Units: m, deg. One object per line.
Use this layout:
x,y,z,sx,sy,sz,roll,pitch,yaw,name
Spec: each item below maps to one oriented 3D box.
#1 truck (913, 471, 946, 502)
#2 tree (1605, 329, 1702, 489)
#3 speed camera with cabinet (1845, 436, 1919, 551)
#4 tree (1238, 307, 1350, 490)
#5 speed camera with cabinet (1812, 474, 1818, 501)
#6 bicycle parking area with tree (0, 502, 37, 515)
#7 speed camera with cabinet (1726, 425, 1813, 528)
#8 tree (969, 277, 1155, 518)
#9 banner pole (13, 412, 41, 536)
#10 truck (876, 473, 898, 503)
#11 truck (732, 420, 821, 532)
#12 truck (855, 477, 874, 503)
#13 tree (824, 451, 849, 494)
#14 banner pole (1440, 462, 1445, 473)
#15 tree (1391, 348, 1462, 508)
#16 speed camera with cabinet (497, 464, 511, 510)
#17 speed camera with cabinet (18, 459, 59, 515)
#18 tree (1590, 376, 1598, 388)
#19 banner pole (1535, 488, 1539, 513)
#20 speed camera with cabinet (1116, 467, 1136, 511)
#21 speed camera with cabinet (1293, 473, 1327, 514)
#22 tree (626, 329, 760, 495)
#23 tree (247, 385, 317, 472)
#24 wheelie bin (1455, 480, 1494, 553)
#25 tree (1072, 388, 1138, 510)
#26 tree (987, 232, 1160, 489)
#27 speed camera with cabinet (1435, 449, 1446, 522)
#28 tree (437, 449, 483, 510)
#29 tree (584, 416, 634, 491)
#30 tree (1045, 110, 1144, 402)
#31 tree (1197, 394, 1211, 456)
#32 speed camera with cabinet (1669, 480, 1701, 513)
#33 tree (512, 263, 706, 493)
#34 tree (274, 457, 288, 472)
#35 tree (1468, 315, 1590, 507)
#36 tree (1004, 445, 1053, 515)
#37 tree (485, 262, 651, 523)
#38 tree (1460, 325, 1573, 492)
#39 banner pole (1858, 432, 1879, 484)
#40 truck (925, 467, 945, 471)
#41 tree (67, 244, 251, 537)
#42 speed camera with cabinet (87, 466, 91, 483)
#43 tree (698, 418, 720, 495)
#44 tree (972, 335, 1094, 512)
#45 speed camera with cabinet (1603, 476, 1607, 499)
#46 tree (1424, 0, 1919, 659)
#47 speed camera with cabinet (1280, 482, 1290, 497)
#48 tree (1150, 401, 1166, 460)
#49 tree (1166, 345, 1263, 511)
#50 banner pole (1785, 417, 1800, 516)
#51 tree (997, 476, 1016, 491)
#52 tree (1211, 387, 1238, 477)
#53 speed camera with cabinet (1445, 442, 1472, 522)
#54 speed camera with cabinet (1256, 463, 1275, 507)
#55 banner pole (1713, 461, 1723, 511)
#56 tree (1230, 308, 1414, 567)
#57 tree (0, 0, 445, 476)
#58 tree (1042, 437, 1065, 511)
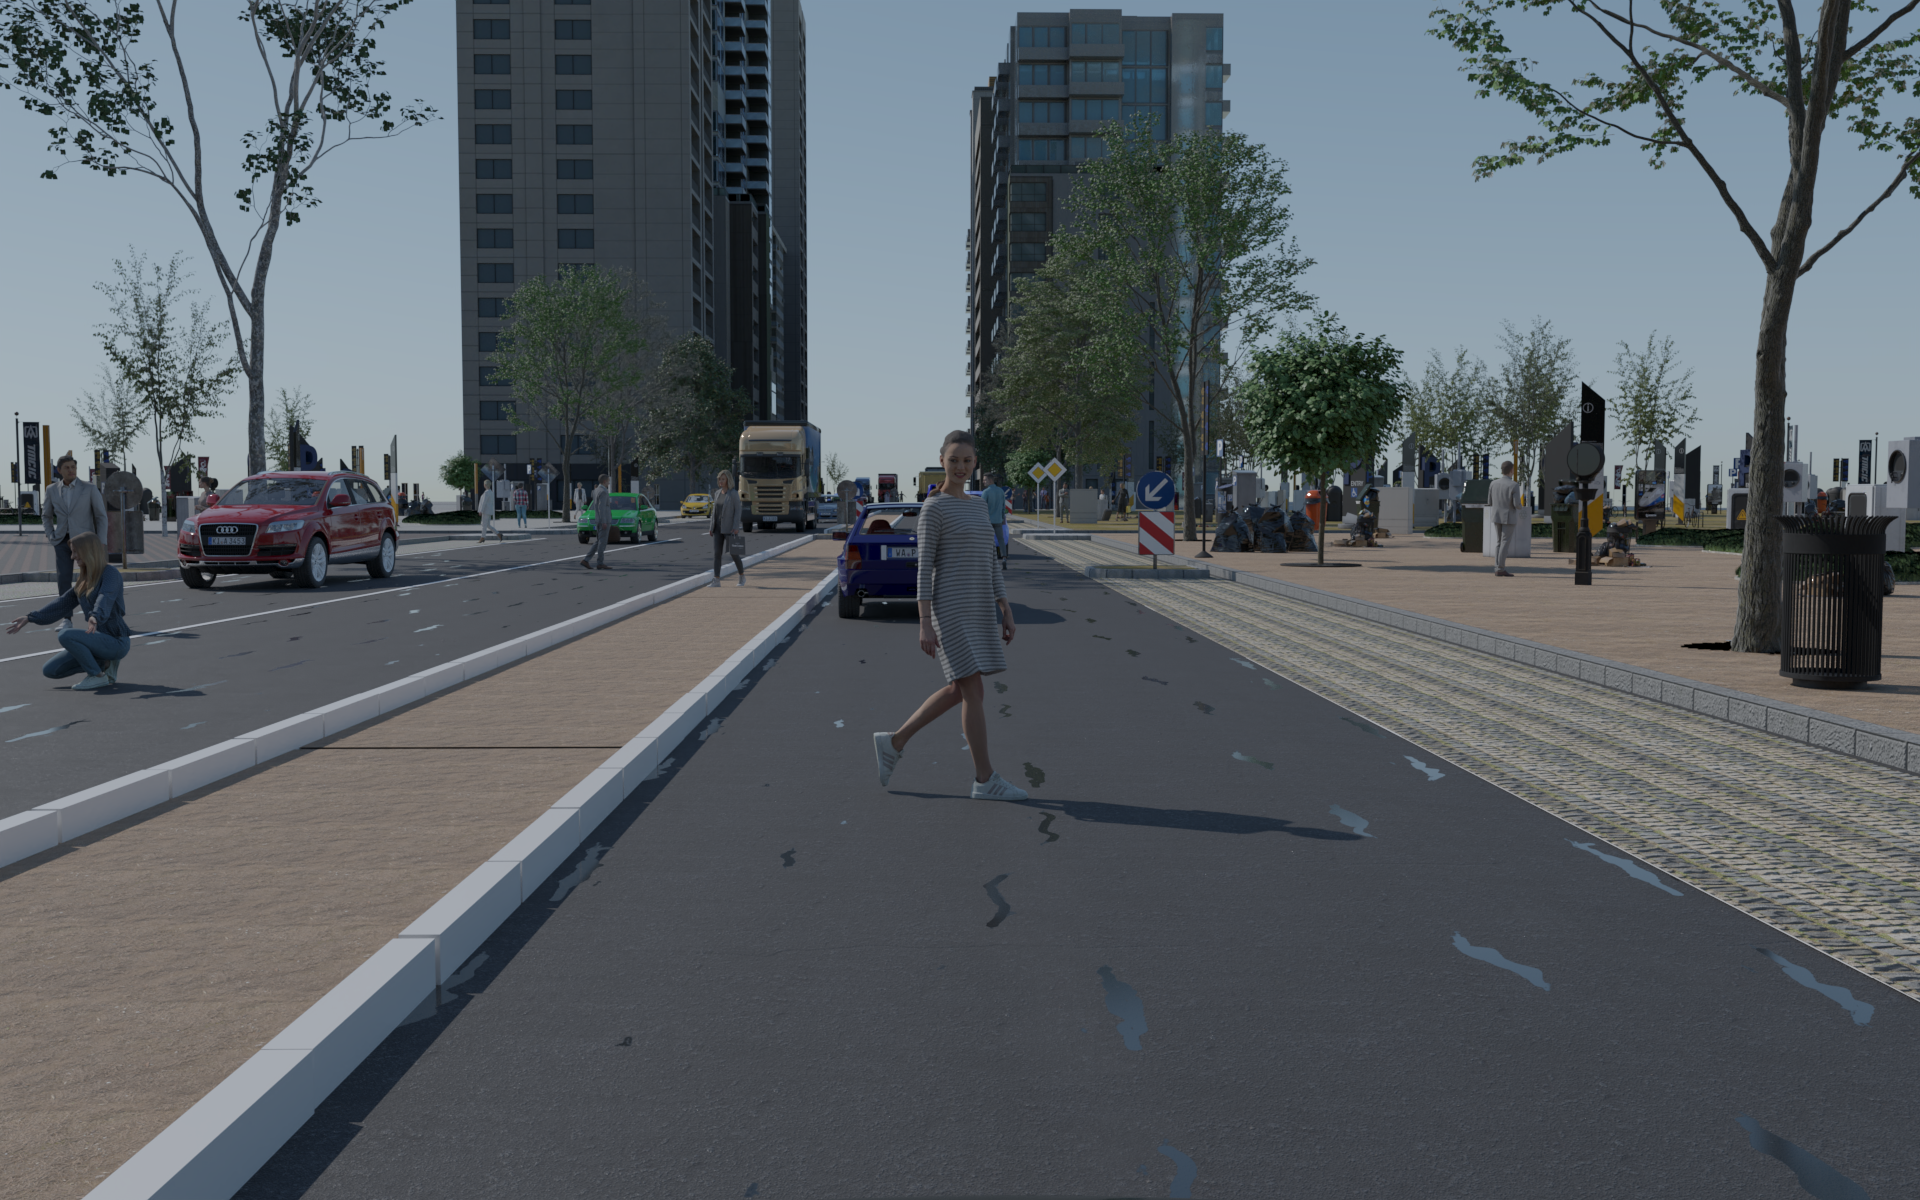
-2.161,-9.188,146.147,3.469,3.379,9.791,0,4,-2,truck
31.149,-7.839,78.523,4.737,8.622,4.395,0,3,0,tree
15.410,-2.098,28.633,0.660,3.252,2.038,0,4,2,speed camera with cabinet
13.510,-7.155,67.347,4.737,8.622,4.395,0,3,0,tree
39.326,-5.340,81.647,0.660,3.252,2.038,-2,4,-28,speed camera with cabinet
-47.023,-5.618,78.852,9.016,4.147,8.231,1,4,15,bicycle parking area with tree
23.255,-3.398,49.896,2.038,3.252,0.660,3,5,42,speed camera with cabinet
5.508,-11.271,94.647,12.009,13.543,11.850,0,3,0,tree
-28.396,-3.834,52.700,0.863,3.779,0.401,-1,4,-10,banner pole
-9.920,-15.230,237.930,2.839,4.237,11.283,0,4,0,truck
-7.040,-4.855,68.290,2.839,4.237,11.283,0,4,-1,truck
-15.540,-17.902,282.462,2.967,4.110,18.799,0,4,-1,truck
-21.372,-21.171,296.514,4.737,8.622,4.395,0,3,0,tree
34.490,-8.198,124.048,0.863,3.779,0.401,-3,5,-42,banner pole
23.800,-8.209,84.576,4.737,8.622,4.395,0,3,0,tree
-29.654,-7.334,114.241,0.660,3.252,2.038,2,4,27,speed camera with cabinet
-51.489,-6.267,96.796,2.038,3.252,0.660,-1,4,-23,speed camera with cabinet
29.283,-8.278,85.708,4.360,8.622,3.978,0,3,0,tree
40.237,-7.929,119.662,0.863,3.779,0.401,2,4,27,banner pole
12.220,-8.140,127.420,0.660,3.252,2.038,2,4,33,speed camera with cabinet
18.228,-5.858,90.110,2.038,3.252,0.660,-3,4,-39,speed camera with cabinet
-18.576,-12.456,120.662,9.611,12.733,9.660,0,3,0,tree
-45.163,-10.138,116.113,4.737,8.622,4.395,0,3,0,tree
11.358,-1.841,38.006,0.980,1.594,0.693,2,4,32,wheelie bin
9.258,-9.706,109.059,4.360,8.622,3.978,0,3,0,tree
5.054,-9.653,75.961,7.486,12.596,7.792,0,3,0,tree
20.618,-5.017,76.360,2.038,3.252,0.660,0,4,4,speed camera with cabinet
-36.078,-8.672,125.506,4.285,4.588,4.351,0,3,0,tree
-26.968,-11.230,133.964,4.360,8.622,3.978,0,3,0,tree
6.196,-7.412,46.941,9.928,11.665,9.643,0,3,0,tree
17.841,-10.193,117.011,4.737,8.622,4.395,0,3,0,tree
47.860,-7.339,114.330,0.660,3.252,2.038,-2,4,-29,speed camera with cabinet
-18.258,-11.075,91.442,12.009,13.543,11.850,0,3,0,tree
-50.674,-9.072,132.047,4.285,4.588,4.351,0,3,0,tree
22.954,-7.349,70.522,4.360,8.622,3.978,0,3,0,tree
4.428,-7.667,109.065,4.285,4.588,4.351,0,3,0,tree
-17.507,-9.262,77.185,9.928,11.665,9.643,0,3,0,tree
24.958,-7.694,76.165,4.737,8.622,4.395,0,3,0,tree
36.737,-4.892,69.996,0.863,3.779,0.401,2,4,24,banner pole
-2.465,-11.912,183.674,2.839,4.237,11.283,0,4,-2,truck
-23.645,-6.201,51.742,4.360,8.622,3.978,0,3,0,tree
-61.578,-7.892,123.362,0.660,3.252,2.038,1,4,17,speed camera with cabinet
-19.000,-11.125,132.256,4.360,8.622,3.978,0,3,0,tree
4.802,-12.530,121.874,9.611,12.733,9.660,0,3,0,tree
29.546,-5.361,81.986,2.038,3.252,0.660,0,4,-7,speed camera with cabinet
6.617,-5.376,13.647,9.928,11.665,9.643,0,3,0,tree
25.064,-8.632,135.464,0.660,3.252,2.038,-1,4,-17,speed camera with cabinet
16.202,-10.962,129.597,4.360,8.622,3.978,0,3,0,tree
12.973,-8.186,84.209,4.360,8.622,3.978,0,3,0,tree
26.693,-4.023,55.785,0.401,3.779,0.863,1,4,14,banner pole
4.181,-9.228,145.472,1.663,3.219,1.824,0,3,0,tree
17.859,-9.419,104.371,4.737,8.622,4.395,0,3,0,tree
19.525,-4.339,65.282,2.038,3.252,0.660,3,5,41,speed camera with cabinet
17.771,-6.551,101.442,0.660,3.252,2.038,2,4,35,speed camera with cabinet
57.825,-8.691,132.117,0.863,3.779,0.401,1,4,9,banner pole
6.387,-2.880,30.796,4.285,4.588,4.351,0,3,0,tree
-17.612,-11.318,40.947,12.611,20.169,13.585,0,3,0,tree
7.837,-11.111,132.021,4.360,8.622,3.978,0,3,0,tree
